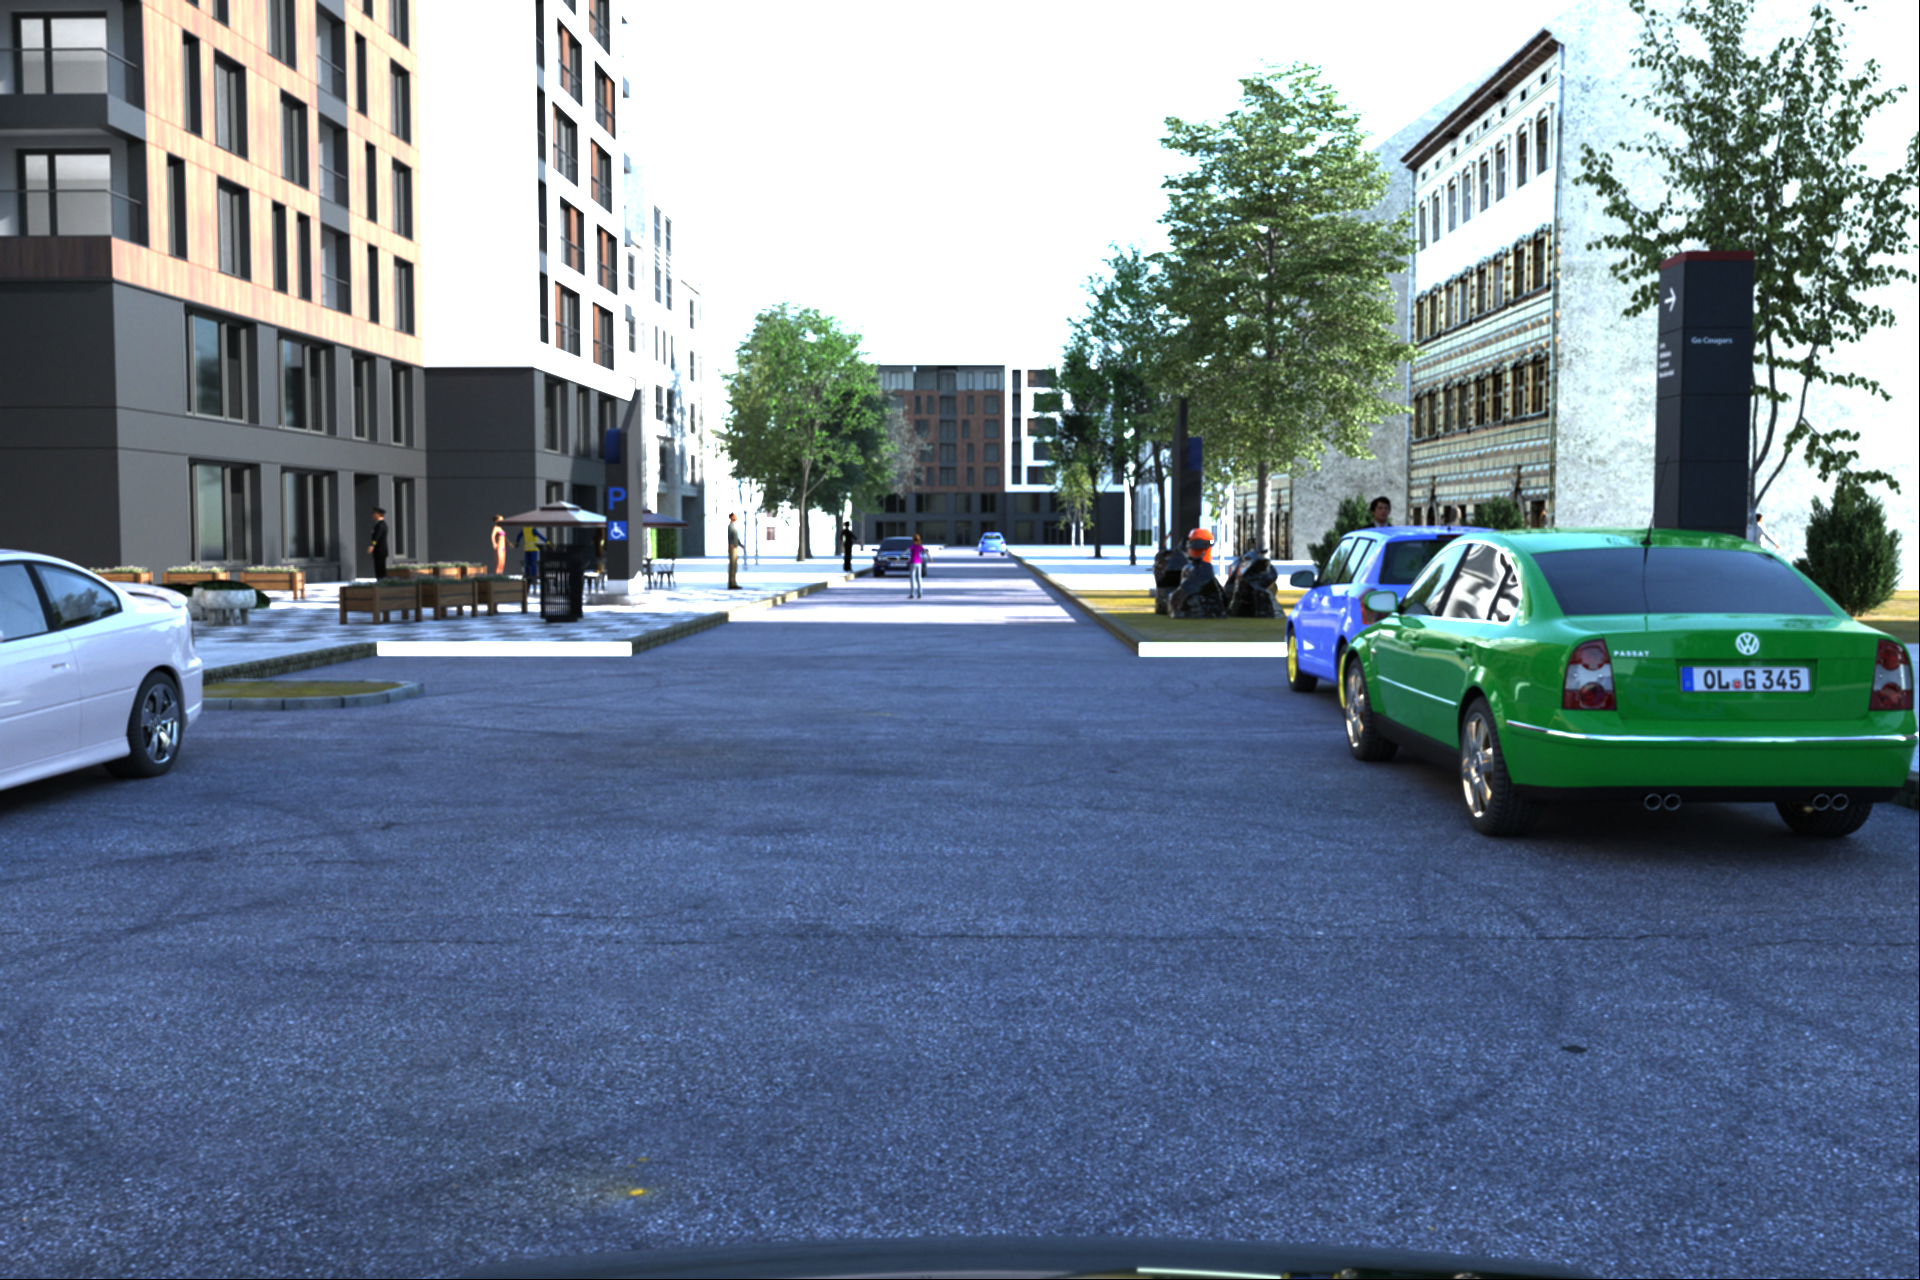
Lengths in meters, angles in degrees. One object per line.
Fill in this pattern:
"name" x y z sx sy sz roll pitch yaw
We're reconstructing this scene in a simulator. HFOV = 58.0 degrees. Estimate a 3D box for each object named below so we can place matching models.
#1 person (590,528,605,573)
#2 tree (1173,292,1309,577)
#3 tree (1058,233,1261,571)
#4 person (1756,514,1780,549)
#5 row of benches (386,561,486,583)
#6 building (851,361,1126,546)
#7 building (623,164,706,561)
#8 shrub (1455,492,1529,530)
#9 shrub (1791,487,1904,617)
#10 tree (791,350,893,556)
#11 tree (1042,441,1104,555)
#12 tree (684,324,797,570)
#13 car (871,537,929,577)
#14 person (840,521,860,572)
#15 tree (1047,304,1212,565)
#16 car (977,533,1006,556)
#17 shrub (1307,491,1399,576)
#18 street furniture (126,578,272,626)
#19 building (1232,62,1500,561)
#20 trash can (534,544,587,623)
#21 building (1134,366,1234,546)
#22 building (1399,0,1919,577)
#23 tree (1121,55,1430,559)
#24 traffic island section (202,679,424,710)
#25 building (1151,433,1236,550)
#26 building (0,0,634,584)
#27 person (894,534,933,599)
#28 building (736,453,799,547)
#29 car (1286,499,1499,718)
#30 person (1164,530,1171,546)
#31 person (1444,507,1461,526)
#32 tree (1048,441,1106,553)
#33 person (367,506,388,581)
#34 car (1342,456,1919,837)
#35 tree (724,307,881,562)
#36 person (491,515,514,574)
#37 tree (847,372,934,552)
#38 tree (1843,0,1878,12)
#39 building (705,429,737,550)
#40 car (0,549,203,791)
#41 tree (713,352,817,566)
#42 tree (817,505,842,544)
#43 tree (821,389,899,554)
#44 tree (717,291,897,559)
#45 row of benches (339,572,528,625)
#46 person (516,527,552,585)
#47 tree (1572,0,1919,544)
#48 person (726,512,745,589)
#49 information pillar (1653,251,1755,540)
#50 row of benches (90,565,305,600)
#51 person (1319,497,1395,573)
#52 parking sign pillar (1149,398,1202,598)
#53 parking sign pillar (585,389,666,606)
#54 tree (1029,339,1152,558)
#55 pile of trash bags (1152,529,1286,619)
"person" -11.870 -3.103 56.873 0.704 1.812 1.346 -2 4 -27
"tree" 7.949 -6.162 51.107 4.737 8.622 4.395 0 3 0
"tree" 7.003 -8.258 60.773 9.928 11.665 9.643 0 3 0
"person" 20.436 -2.335 44.357 0.705 1.806 1.347 -1 4 -15
"row of benches" -11.605 -1.396 38.289 1.422 0.672 4.104 0 4 8
"building" 3.117 -22.691 217.426 32.646 21.610 27.936 0 4 -1
"building" -23.376 -13.270 83.420 16.747 18.905 31.486 0 4 1
"shrub" 9.596 -1.615 30.832 1.690 2.028 1.600 0 3 0
"shrub" 13.869 -1.411 27.115 1.661 2.075 1.752 0 3 0
"tree" -7.692 -11.294 102.780 7.486 12.596 7.792 0 3 0
"tree" 7.369 -9.605 107.398 4.737 8.622 4.395 0 3 0
"tree" -7.529 -6.745 60.637 4.360 8.622 3.978 0 3 0
"car" -2.024 -2.828 58.817 1.945 1.354 3.894 0 4 0
"person" -3.743 -3.188 58.845 0.721 1.740 1.216 -2 4 -35
"tree" 6.865 -8.367 71.217 7.601 10.594 8.767 -2 4 -33
"car" 2.104 -6.417 114.511 1.945 1.707 3.694 0 4 0
"shrub" 6.941 -1.578 30.226 1.690 2.028 1.600 0 3 0
"street furniture" -13.726 -0.695 26.982 5.734 0.657 10.072 -2 4 -24
"building" 24.980 -15.865 90.315 19.493 23.208 18.063 0 4 0
"trash can" -5.792 -0.826 25.154 0.748 1.137 0.748 0 3 0
"building" 28.974 -19.838 190.807 16.747 18.905 31.486 0 4 0
"building" 27.216 -14.042 60.523 19.493 23.208 18.063 0 4 1
"tree" 7.630 -7.543 41.460 7.486 12.596 7.792 0 3 0
"traffic island section" -5.817 0.476 15.087 1.991 0.108 1.994 0 4 1
"building" 22.932 -12.991 154.545 9.099 9.664 28.070 0 4 1
"building" -27.006 -12.660 50.967 27.936 21.610 32.646 0 4 2
"person" -1.019 -1.638 38.511 0.991 1.433 0.599 -2 4 -32
"building" -20.351 -14.631 181.367 9.099 9.664 28.070 0 4 1
"car" 3.825 -0.310 14.653 1.945 1.707 3.694 0 4 1
"person" 6.895 -2.957 54.481 1.347 1.817 0.704 -2 4 -32
"person" 9.769 -1.719 34.237 1.348 1.813 0.705 0 4 -1
"tree" 7.503 -10.172 116.668 4.360 8.622 3.978 0 3 0
"person" -11.736 -1.775 34.950 0.705 1.837 1.347 -1 4 -10
"car" 3.355 -0.047 9.568 1.959 1.807 4.718 0 4 0
"tree" -7.147 -9.368 78.920 9.928 11.665 9.643 0 3 0
"person" -11.005 -2.131 41.645 0.721 1.733 1.217 0 4 5
"tree" -7.045 -13.202 126.214 12.009 13.543 11.850 0 3 0
"tree" 24.228 -10.881 33.794 12.611 20.169 13.585 0 3 0
"building" -23.844 -12.761 150.794 9.099 9.664 28.070 0 4 1
"car" -5.653 0.211 8.913 2.083 1.381 4.827 0 4 0
"tree" -8.129 -7.325 70.134 4.737 8.622 4.395 0 3 0
"tree" -16.025 -16.293 216.747 4.737 8.622 4.395 0 3 0
"tree" -7.773 -11.412 112.339 9.928 11.665 9.643 0 3 0
"tree" -8.101 -11.254 90.664 9.857 13.997 8.962 0 3 0
"row of benches" -7.878 -0.669 26.405 1.422 0.672 4.104 1 4 18
"person" -10.856 -2.299 44.051 1.216 1.772 0.721 2 4 30
"tree" 9.543 -4.304 20.731 4.737 8.622 4.395 0 3 0
"person" -5.248 -2.079 40.266 0.705 1.796 1.348 0 4 4
"information pillar" 6.935 -1.641 16.209 0.750 3.857 0.750 0 4 1
"row of benches" -14.794 -1.118 33.742 4.104 0.672 1.422 0 4 -7
"person" 4.236 -0.538 17.438 1.347 1.806 0.705 0 4 2
"parking sign pillar" 4.561 -2.850 35.063 1.447 3.967 1.447 0 4 -1
"parking sign pillar" -6.125 -2.639 31.612 1.447 3.967 1.447 0 4 1
"tree" 7.214 -10.178 92.169 9.928 11.665 9.643 0 3 0
"pile of trash bags" 4.044 -1.108 27.872 1.912 1.369 3.447 0 4 -1
